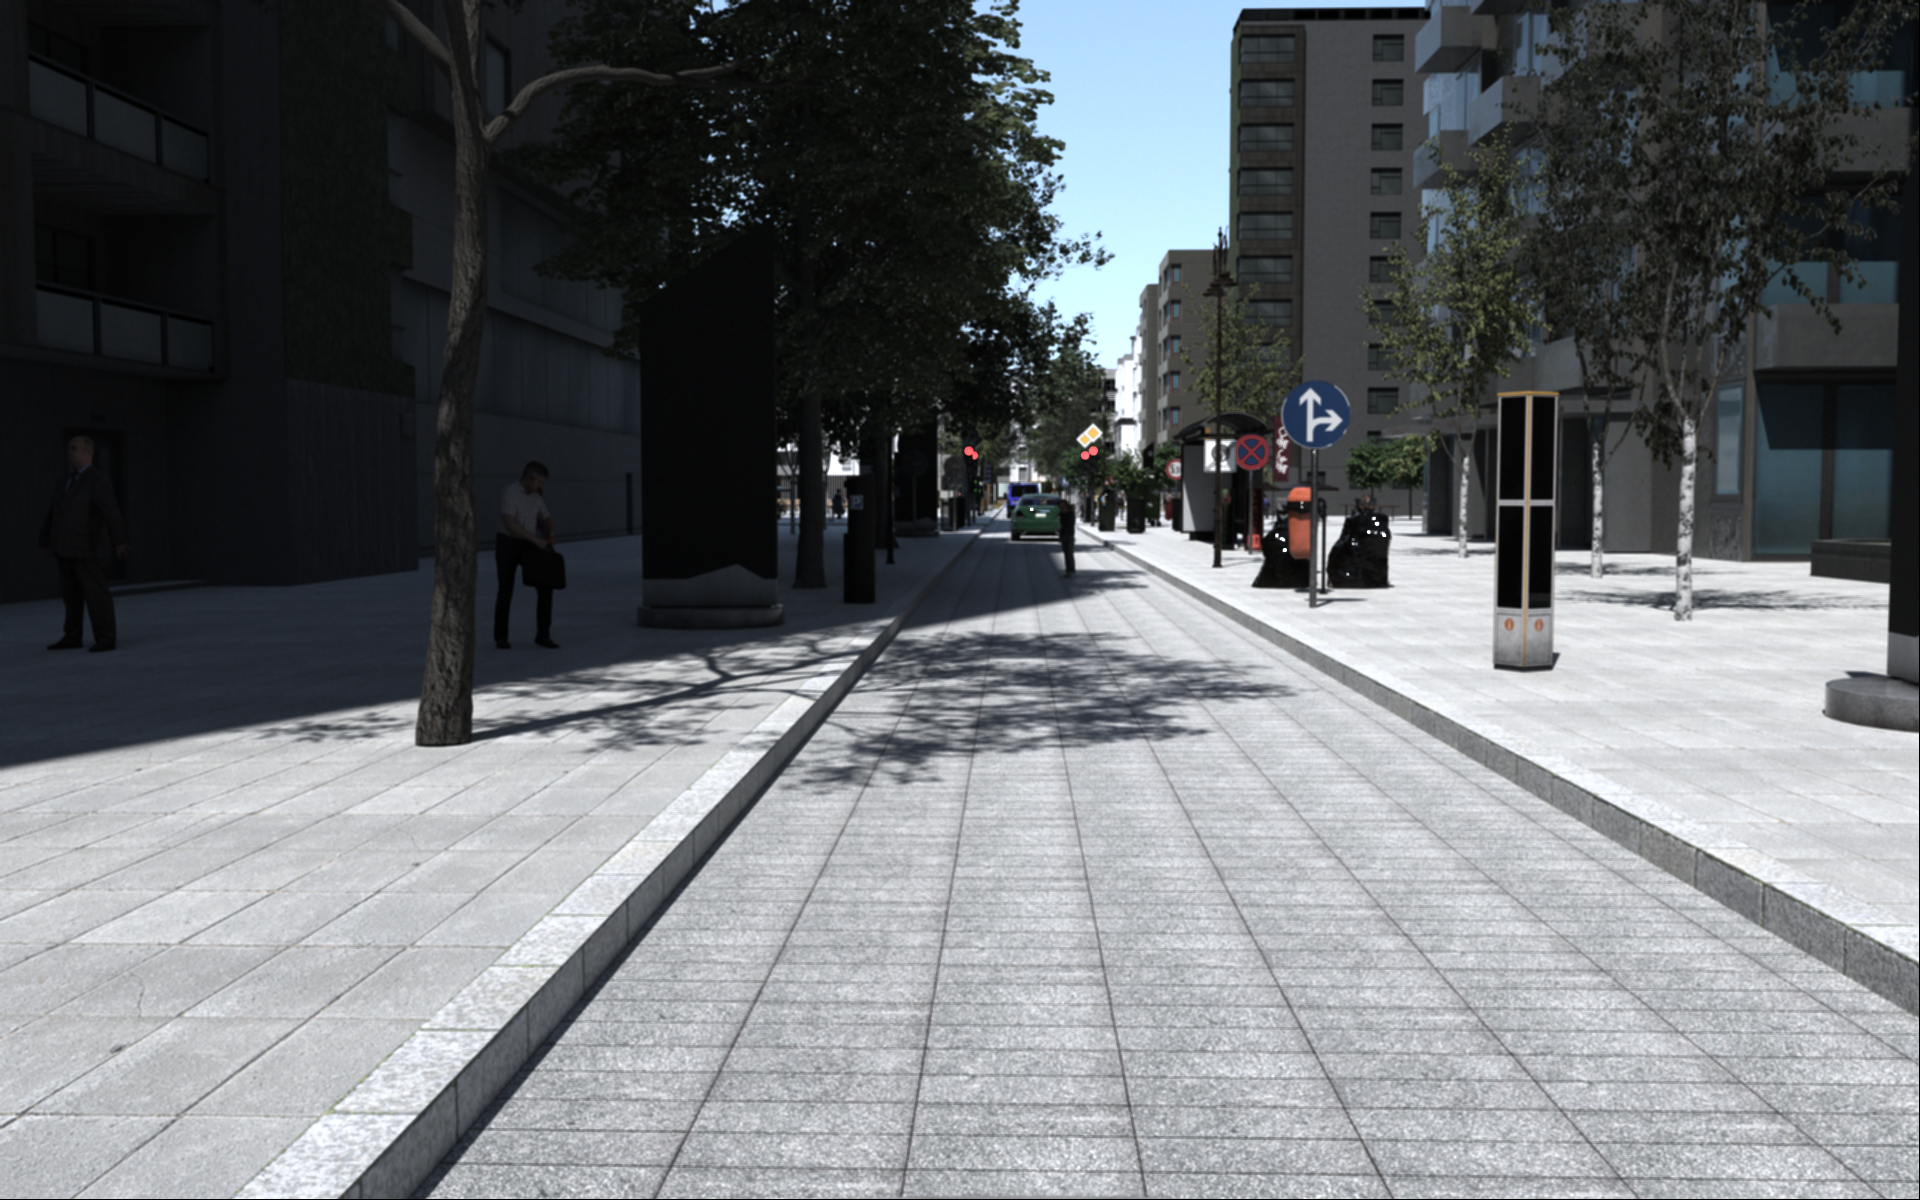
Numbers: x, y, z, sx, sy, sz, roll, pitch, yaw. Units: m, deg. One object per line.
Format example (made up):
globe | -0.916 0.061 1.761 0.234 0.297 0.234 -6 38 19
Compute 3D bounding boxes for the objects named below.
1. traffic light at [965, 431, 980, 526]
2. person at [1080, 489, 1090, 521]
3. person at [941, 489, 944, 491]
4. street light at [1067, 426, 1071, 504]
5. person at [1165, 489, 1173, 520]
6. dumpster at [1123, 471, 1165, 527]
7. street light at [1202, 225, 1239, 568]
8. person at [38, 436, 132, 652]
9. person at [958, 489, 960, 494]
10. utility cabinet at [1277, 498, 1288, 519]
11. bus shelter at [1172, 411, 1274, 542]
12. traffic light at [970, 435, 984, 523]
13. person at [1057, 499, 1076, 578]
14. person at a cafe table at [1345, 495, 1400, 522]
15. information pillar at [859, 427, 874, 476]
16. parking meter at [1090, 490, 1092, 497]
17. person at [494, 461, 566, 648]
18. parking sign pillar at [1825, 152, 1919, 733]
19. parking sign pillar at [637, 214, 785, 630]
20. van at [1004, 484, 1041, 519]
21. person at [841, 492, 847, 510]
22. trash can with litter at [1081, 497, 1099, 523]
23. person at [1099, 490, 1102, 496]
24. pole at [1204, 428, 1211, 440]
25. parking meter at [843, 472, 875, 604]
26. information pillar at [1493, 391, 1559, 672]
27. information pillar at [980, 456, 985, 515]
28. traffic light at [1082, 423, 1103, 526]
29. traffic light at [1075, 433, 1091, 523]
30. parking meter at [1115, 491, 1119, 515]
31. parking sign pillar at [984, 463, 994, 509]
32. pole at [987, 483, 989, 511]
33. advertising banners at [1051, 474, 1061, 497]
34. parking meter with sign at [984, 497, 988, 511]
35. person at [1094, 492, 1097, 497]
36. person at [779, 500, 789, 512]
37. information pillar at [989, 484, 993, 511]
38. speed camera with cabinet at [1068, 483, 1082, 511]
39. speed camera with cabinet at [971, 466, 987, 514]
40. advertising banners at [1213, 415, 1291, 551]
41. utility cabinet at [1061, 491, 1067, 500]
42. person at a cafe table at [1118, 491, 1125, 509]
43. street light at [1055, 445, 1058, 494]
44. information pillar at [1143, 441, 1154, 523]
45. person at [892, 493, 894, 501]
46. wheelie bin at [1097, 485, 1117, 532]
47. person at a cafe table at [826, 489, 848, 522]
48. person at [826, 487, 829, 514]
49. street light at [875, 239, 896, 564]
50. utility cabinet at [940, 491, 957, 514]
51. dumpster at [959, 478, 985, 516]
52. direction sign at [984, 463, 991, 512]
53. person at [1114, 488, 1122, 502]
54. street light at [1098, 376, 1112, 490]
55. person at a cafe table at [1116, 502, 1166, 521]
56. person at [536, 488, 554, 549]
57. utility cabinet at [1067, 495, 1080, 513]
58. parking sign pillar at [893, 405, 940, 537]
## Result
traffic light | 0.379 -4.875 68.634 0.839 4.253 0.868 0 4 2
person | 5.895 -4.537 81.682 0.517 1.644 0.566 2 4 29
person | -1.474 -8.500 145.721 0.504 1.737 0.576 0 4 -3
street light | 7.186 -8.601 113.418 0.468 5.910 1.993 0 4 2
person | 10.209 -4.652 84.565 0.387 1.526 0.523 -1 4 -18
dumpster | 7.239 -4.022 68.257 1.502 2.255 1.985 0 4 2
street light | 4.497 -3.505 30.093 0.468 5.910 1.993 0 4 2
person | -7.211 -0.465 14.195 0.990 1.755 0.434 2 4 26
person | -0.208 -8.812 150.934 0.431 1.722 0.655 0 4 8
utility cabinet | 5.485 -1.043 28.221 0.306 1.237 1.020 -1 4 -11
bus shelter | 6.770 -3.128 45.072 2.014 3.302 5.546 0 4 2
traffic light | 0.634 -5.364 76.615 0.839 4.253 0.868 0 4 2
person | 1.840 -1.049 29.563 0.435 1.345 0.340 2 4 35
person at a cafe table | 19.330 -4.286 80.942 1.698 1.238 1.726 -3 5 -44
information pillar | -2.669 -3.588 50.025 0.504 3.616 0.183 1 4 22
parking meter | 10.492 -8.201 139.796 0.399 1.863 0.255 0 4 2
person | -3.588 -0.378 14.437 0.590 1.554 0.614 2 4 30
parking sign pillar | 5.686 -1.296 9.655 1.447 3.967 1.447 1 4 9
parking sign pillar | -2.450 -1.742 16.954 1.447 3.967 1.447 0 4 -3
van | 3.724 -6.001 102.508 2.240 2.365 5.245 0 4 1
person | -8.776 -7.462 131.274 0.726 1.435 0.776 -2 4 -32
trash can with litter | 5.997 -4.055 77.683 1.055 1.170 0.624 -2 4 -34
person | 8.832 -6.079 107.648 0.429 1.552 0.499 1 4 23
pole | 7.623 -3.647 53.471 0.158 3.312 0.155 0 3 0
parking meter | -1.185 -0.732 20.383 0.372 1.533 0.369 0 3 0
information pillar | 4.110 -0.495 12.591 0.304 2.012 0.304 -2 4 -29
information pillar | 1.361 -6.951 104.996 0.183 3.616 0.504 1 4 22
traffic light | 5.238 -4.867 68.496 0.839 4.253 0.868 0 4 2
traffic light | 5.493 -5.355 76.477 0.839 4.253 0.868 0 4 2
parking meter | 9.503 -5.958 105.831 0.372 1.533 0.369 0 3 0
parking sign pillar | 2.212 -9.864 149.752 1.447 3.967 1.447 -1 4 -20
pole | 2.066 -8.288 129.357 0.158 3.312 0.155 0 3 0
advertising banners | 8.399 -8.847 140.839 2.074 3.025 0.090 0 4 -4
parking meter with sign | 1.860 -8.503 135.289 0.543 3.016 1.738 -3 5 -44
person | 16.186 -12.536 211.017 1.348 1.822 0.705 -3 4 -38
person | -12.310 -6.565 121.297 0.695 0.859 0.347 -1 4 -17
information pillar | 2.309 -7.814 132.251 0.304 2.012 0.304 -3 4 -39
speed camera with cabinet | 9.002 -8.631 135.450 0.660 3.252 2.038 -1 4 -18
speed camera with cabinet | 1.116 -7.344 114.411 0.660 3.252 2.038 2 4 28
advertising banners | 6.600 -2.616 38.964 2.074 3.025 0.090 3 5 42
utility cabinet | 7.510 -7.117 125.036 0.318 1.500 1.173 1 4 9
person at a cafe table | 12.830 -7.909 137.830 1.698 1.524 1.622 0 4 7
street light | 8.331 -10.913 151.220 0.468 5.910 1.993 0 4 2
information pillar | 8.353 -5.220 76.707 0.504 3.616 0.183 0 4 7
person | -4.934 -7.096 125.979 0.435 1.345 0.340 2 4 25
wheelie bin | 5.059 -3.155 59.500 0.693 1.594 0.980 0 4 3
person at a cafe table | -5.525 -4.366 79.898 1.698 1.524 1.622 0 4 6
person | -8.550 -6.340 110.365 0.551 1.740 0.621 2 4 32
street light | -1.285 -3.604 31.707 0.468 5.910 1.993 0 4 2
utility cabinet | -0.689 -6.226 110.469 1.173 1.500 0.318 2 4 27
dumpster | 0.659 -5.944 99.682 1.502 2.255 1.985 0 4 2
direction sign | 1.848 -8.278 127.349 0.876 3.537 0.379 1 4 14
person | 11.135 -7.154 123.731 0.841 1.734 0.376 2 4 28
street light | 5.649 -5.809 67.764 0.468 5.910 1.993 0 4 2
person at a cafe table | 8.667 -4.442 83.484 1.698 1.238 1.726 -2 4 -34
person | -5.824 -0.930 24.483 0.776 1.435 0.726 -2 4 -35
utility cabinet | 7.563 -6.384 115.533 0.306 1.237 1.020 -3 5 -42
parking sign pillar | -1.329 -3.885 51.995 1.447 3.967 1.447 -2 4 -32
